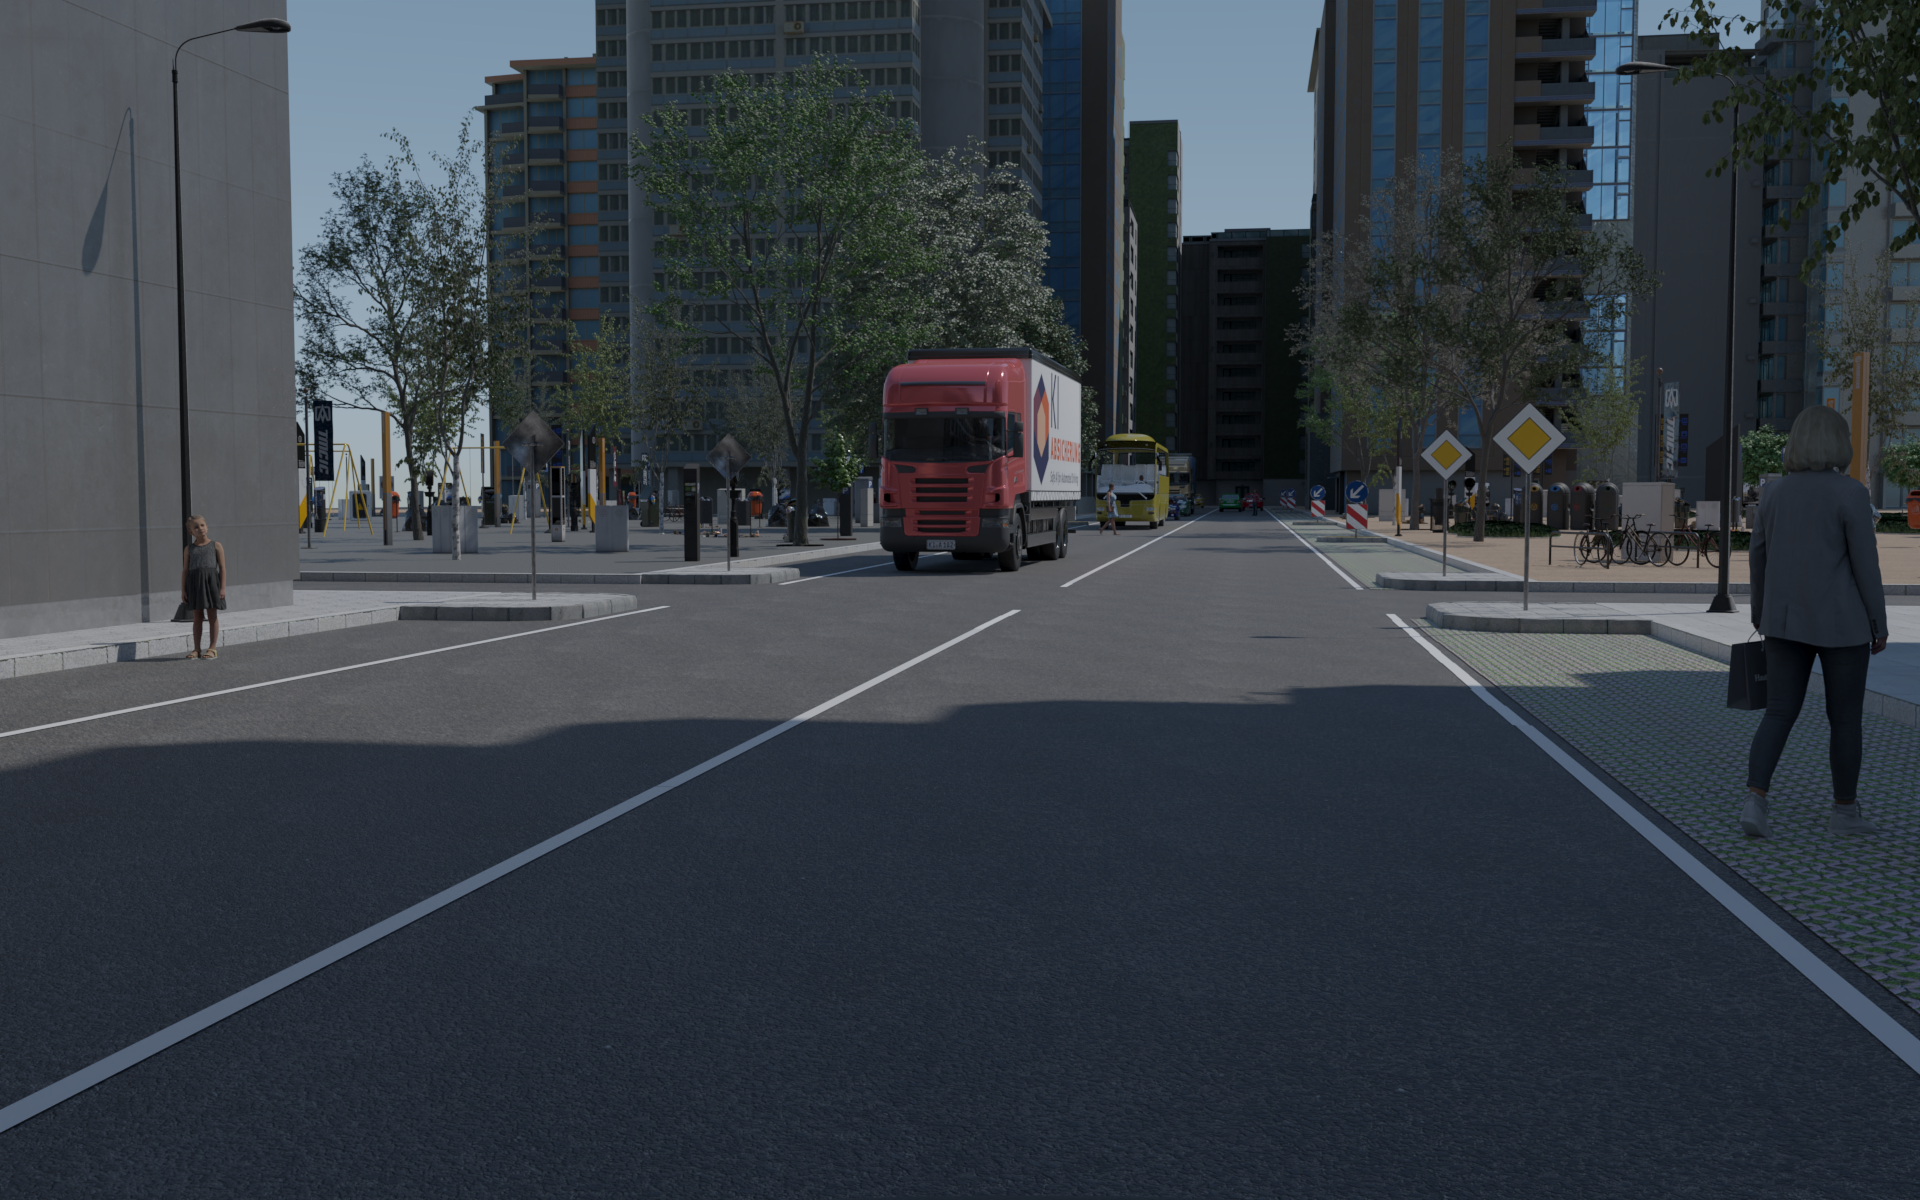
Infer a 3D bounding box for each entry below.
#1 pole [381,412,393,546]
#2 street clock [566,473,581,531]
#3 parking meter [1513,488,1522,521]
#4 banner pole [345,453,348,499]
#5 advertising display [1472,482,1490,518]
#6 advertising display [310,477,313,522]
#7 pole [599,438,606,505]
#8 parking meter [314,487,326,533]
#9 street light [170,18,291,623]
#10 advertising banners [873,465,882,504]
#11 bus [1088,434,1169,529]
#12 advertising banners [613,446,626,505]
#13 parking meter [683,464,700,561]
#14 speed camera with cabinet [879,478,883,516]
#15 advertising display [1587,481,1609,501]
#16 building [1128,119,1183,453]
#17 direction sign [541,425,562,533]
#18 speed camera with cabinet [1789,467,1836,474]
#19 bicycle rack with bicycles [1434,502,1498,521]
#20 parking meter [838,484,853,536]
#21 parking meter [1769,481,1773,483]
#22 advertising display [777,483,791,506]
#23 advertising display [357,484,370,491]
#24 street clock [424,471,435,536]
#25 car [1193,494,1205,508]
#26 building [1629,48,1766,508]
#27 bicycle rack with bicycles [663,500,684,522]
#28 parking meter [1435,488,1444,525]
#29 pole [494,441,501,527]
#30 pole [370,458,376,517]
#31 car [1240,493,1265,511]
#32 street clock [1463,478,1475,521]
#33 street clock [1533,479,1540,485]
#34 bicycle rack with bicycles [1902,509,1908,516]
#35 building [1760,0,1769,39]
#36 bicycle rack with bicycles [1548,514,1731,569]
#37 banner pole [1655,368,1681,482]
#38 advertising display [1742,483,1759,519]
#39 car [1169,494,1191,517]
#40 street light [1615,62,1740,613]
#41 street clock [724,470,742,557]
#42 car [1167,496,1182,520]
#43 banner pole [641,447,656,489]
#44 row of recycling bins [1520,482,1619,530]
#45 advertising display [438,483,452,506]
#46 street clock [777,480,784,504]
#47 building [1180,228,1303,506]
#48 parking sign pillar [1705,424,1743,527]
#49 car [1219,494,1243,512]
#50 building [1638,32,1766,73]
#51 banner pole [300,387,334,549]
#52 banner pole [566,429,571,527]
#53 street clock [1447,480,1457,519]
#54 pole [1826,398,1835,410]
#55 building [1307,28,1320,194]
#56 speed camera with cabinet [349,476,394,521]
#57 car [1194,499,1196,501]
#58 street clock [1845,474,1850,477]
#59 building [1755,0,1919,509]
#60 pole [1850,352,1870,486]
[{"bbox_3d":[-14.290,-3.017,43.176,0.158,3.312,0.155,0,3,0],"label":"pole"},{"bbox_3d":[-13.358,-3.387,59.948,0.471,2.002,0.358,2,4,29],"label":"street clock"},{"bbox_3d":[23.332,-3.916,72.443,0.372,1.533,0.369,0,3,0],"label":"parking meter"},{"bbox_3d":[-37.640,-7.117,106.381,0.401,3.779,0.863,-1,4,-15],"label":"banner pole"},{"bbox_3d":[27.983,-5.372,93.046,0.974,1.923,0.123,0,4,-7],"label":"advertising display"},{"bbox_3d":[-25.139,-3.728,66.160,0.123,1.923,0.974,2,4,25],"label":"advertising display"},{"bbox_3d":[-13.016,-4.231,63.024,0.158,3.312,0.155,0,3,0],"label":"pole"},{"bbox_3d":[-21.403,-3.028,57.912,0.372,1.533,0.369,0,3,0],"label":"parking meter"},{"bbox_3d":[-7.222,-2.729,17.163,1.470,5.913,1.316,1,4,9],"label":"street light"},{"bbox_3d":[-5.196,-6.572,103.642,2.074,3.025,0.090,3,5,42],"label":"advertising banners"},{"bbox_3d":[7.460,-5.059,74.260,2.896,3.916,12.252,1,4,9],"label":"bus"},{"bbox_3d":[-12.633,-4.160,64.209,0.090,3.025,2.074,0,4,0],"label":"advertising banners"},{"bbox_3d":[-5.118,-1.673,33.058,0.255,1.863,0.399,0,4,1],"label":"parking meter"},{"bbox_3d":[-3.696,-6.249,96.499,0.660,3.252,2.038,-3,5,-40],"label":"speed camera with cabinet"},{"bbox_3d":[30.335,-4.721,82.408,0.974,1.923,0.123,0,4,7],"label":"advertising display"},{"bbox_3d":[17.562,-31.179,193.376,14.086,41.232,14.154,1,4,9],"label":"building"},{"bbox_3d":[-13.430,-3.952,56.616,0.876,3.537,0.379,0,4,1],"label":"direction sign"},{"bbox_3d":[34.019,-4.568,69.019,0.660,3.252,2.038,-2,4,-24],"label":"speed camera with cabinet"},{"bbox_3d":[21.864,-3.735,74.450,2.852,0.926,2.925,0,4,2],"label":"bicycle rack with bicycles"},{"bbox_3d":[-3.490,-2.880,52.795,0.399,1.863,0.255,0,4,8],"label":"parking meter"},{"bbox_3d":[15.862,-1.539,33.577,0.372,1.533,0.369,0,3,0],"label":"parking meter"},{"bbox_3d":[-10.746,-6.111,105.126,0.974,1.923,0.123,-2,4,-27],"label":"advertising display"},{"bbox_3d":[-38.011,-6.435,110.429,0.974,1.923,0.123,2,4,28],"label":"advertising display"},{"bbox_3d":[-16.361,-2.989,53.444,0.358,2.002,0.471,-1,4,-12],"label":"street clock"},{"bbox_3d":[23.943,-10.153,176.225,2.015,1.641,3.980,1,4,10],"label":"car"},{"bbox_3d":[65.959,-29.314,162.876,14.086,41.232,14.154,1,4,9],"label":"building"},{"bbox_3d":[-12.892,-4.126,80.838,2.925,0.926,2.852,-3,5,-40],"label":"bicycle rack with bicycles"},{"bbox_3d":[19.868,-3.873,71.729,0.372,1.533,0.369,0,3,0],"label":"parking meter"},{"bbox_3d":[-17.797,-4.450,66.595,0.158,3.312,0.155,0,3,0],"label":"pole"},{"bbox_3d":[-33.551,-6.431,98.989,0.158,3.312,0.155,0,3,0],"label":"pole"},{"bbox_3d":[25.056,-8.515,148.262,2.155,1.783,4.494,1,4,10],"label":"car"},{"bbox_3d":[22.309,-4.362,75.888,0.471,2.002,0.358,0,4,3],"label":"street clock"},{"bbox_3d":[26.985,-4.681,81.106,0.358,2.002,0.471,2,4,30],"label":"street clock"},{"bbox_3d":[42.790,-3.817,75.795,2.925,0.926,2.852,-2,4,-35],"label":"bicycle rack with bicycles"},{"bbox_3d":[97.533,-45.511,182.358,20.611,71.187,20.563,1,4,9],"label":"building"},{"bbox_3d":[11.827,-1.068,30.844,2.852,0.926,2.925,-1,4,-12],"label":"bicycle rack with bicycles"},{"bbox_3d":[13.933,-2.705,34.238,0.401,3.779,0.863,-1,4,-15],"label":"banner pole"},{"bbox_3d":[40.600,-5.113,88.818,0.974,1.923,0.123,0,4,7],"label":"advertising display"},{"bbox_3d":[13.750,-6.050,110.722,2.131,1.459,4.920,1,4,11],"label":"car"},{"bbox_3d":[7.750,-2.824,18.720,1.470,5.913,1.316,1,4,9],"label":"street light"},{"bbox_3d":[-4.613,-1.876,35.238,0.358,2.002,0.471,0,4,6],"label":"street clock"},{"bbox_3d":[11.255,-5.078,95.604,1.945,1.354,3.894,1,4,8],"label":"car"},{"bbox_3d":[-16.653,-6.255,92.278,0.401,3.779,0.863,3,5,40],"label":"banner pole"},{"bbox_3d":[21.896,-3.373,62.259,3.534,1.692,1.069,3,5,39],"label":"row of recycling bins"},{"bbox_3d":[-28.746,-5.597,96.730,0.123,1.923,0.974,2,4,31],"label":"advertising display"},{"bbox_3d":[-9.365,-5.191,89.442,0.471,2.002,0.358,2,4,27],"label":"street clock"},{"bbox_3d":[31.421,-25.652,191.118,14.107,30.474,14.160,1,4,9],"label":"building"},{"bbox_3d":[29.817,-4.840,67.612,1.447,3.967,1.447,-3,4,-37],"label":"parking sign pillar"},{"bbox_3d":[21.801,-7.985,139.350,1.959,1.807,4.718,1,4,11],"label":"car"},{"bbox_3d":[76.718,-34.424,186.534,21.600,48.544,21.300,1,4,9],"label":"building"},{"bbox_3d":[-15.127,-3.104,40.768,0.863,3.779,0.401,0,4,1],"label":"banner pole"},{"bbox_3d":[-15.122,-4.706,66.959,0.401,3.779,0.863,0,4,-4],"label":"banner pole"},{"bbox_3d":[25.289,-5.174,89.159,0.471,2.002,0.358,-1,4,-17],"label":"street clock"},{"bbox_3d":[18.529,-2.637,36.951,0.158,3.312,0.155,0,3,0],"label":"pole"},{"bbox_3d":[53.107,-36.993,194.069,27.495,52.752,28.713,1,4,9],"label":"building"},{"bbox_3d":[-28.065,-5.398,82.589,2.038,3.252,0.660,-1,4,-22],"label":"speed camera with cabinet"},{"bbox_3d":[17.605,-7.630,137.113,2.083,1.381,4.827,1,4,9],"label":"car"},{"bbox_3d":[31.566,-3.479,61.459,0.471,2.002,0.358,-2,4,-33],"label":"street clock"},{"bbox_3d":[87.880,-32.710,154.411,30.456,49.044,23.786,1,4,9],"label":"building"},{"bbox_3d":[13.006,-1.911,25.080,0.158,3.312,0.155,0,3,0],"label":"pole"}]
